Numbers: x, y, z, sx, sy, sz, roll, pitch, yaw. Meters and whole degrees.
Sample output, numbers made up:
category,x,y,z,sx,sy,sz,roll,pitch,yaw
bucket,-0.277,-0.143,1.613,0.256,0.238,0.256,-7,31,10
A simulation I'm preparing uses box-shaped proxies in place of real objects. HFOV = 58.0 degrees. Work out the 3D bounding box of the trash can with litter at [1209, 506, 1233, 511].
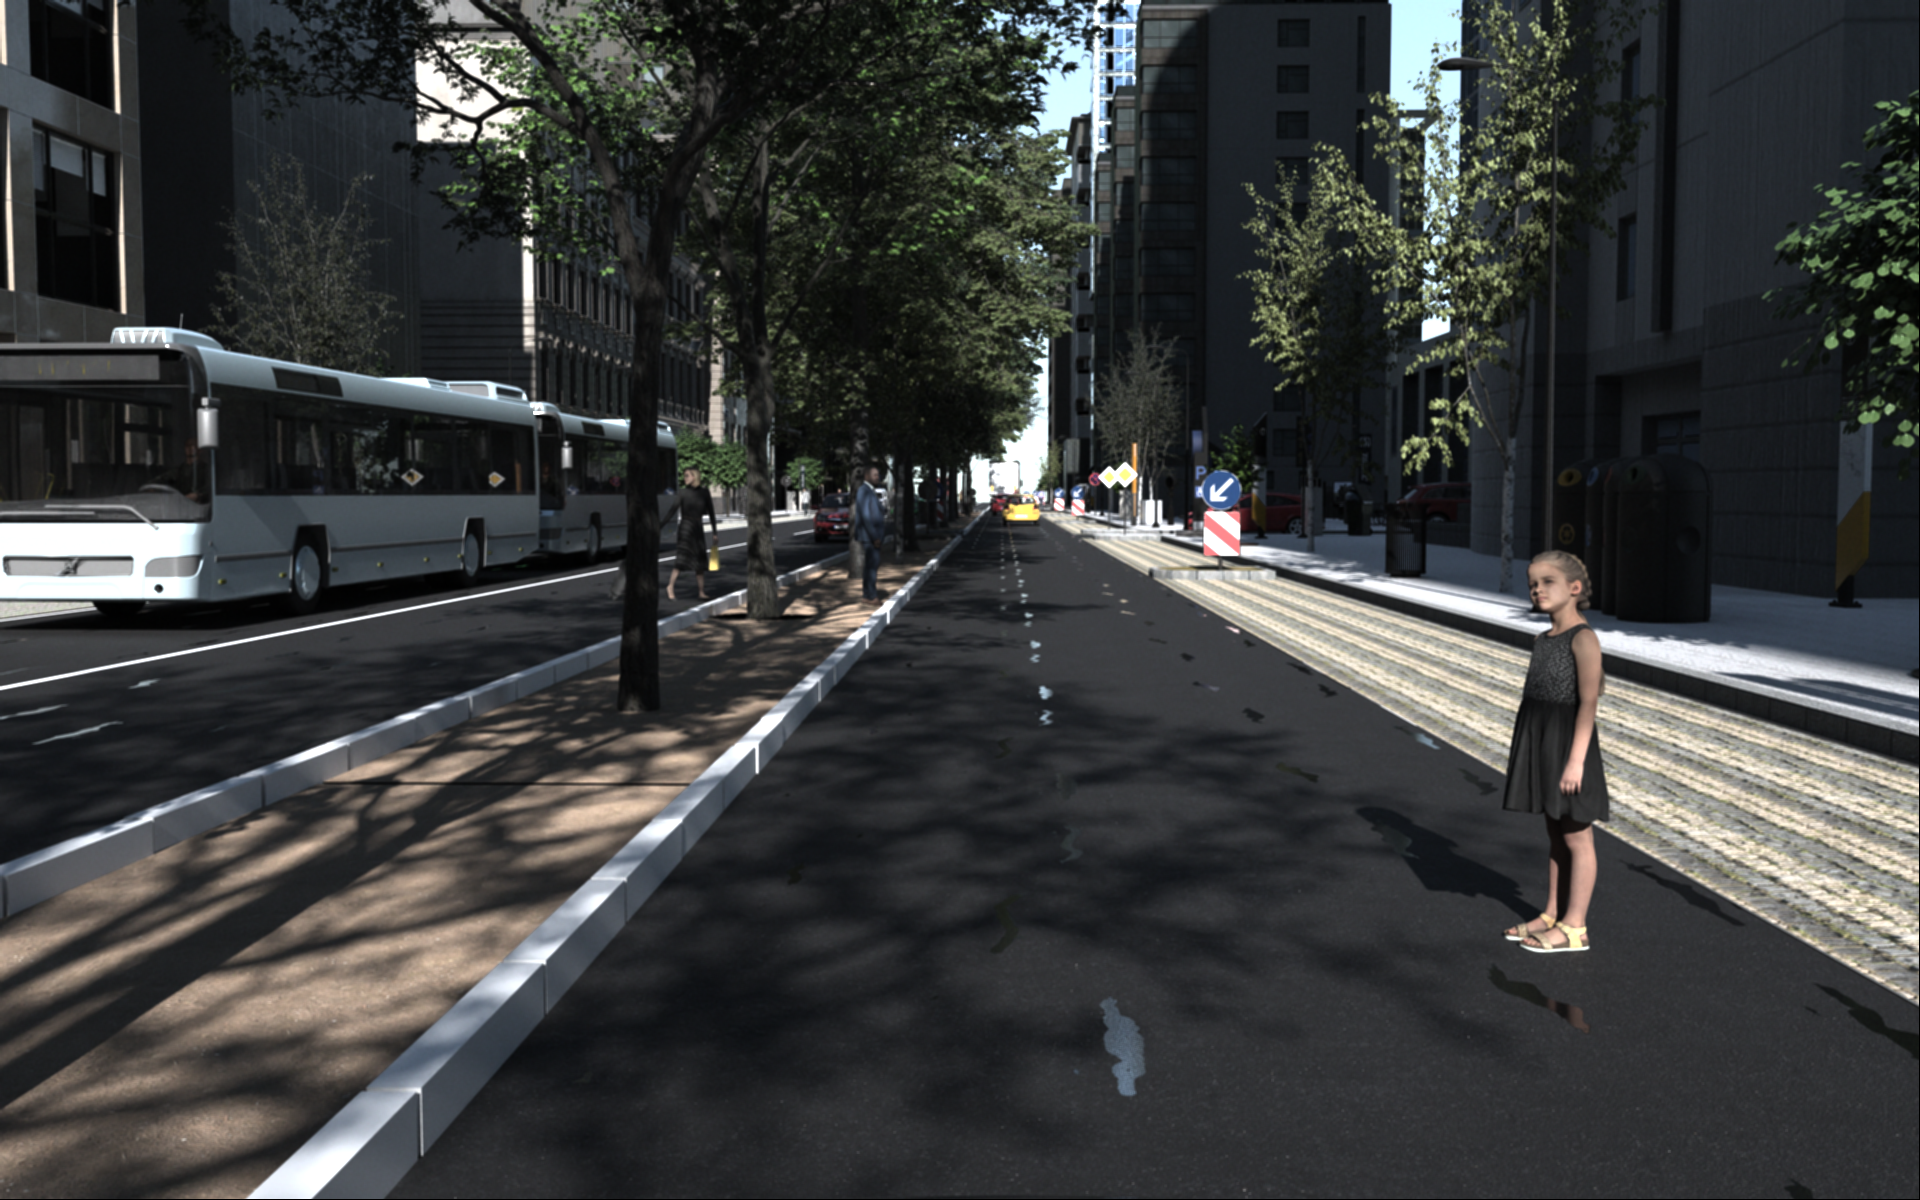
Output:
category,x,y,z,sx,sy,sz,roll,pitch,yaw
trash can with litter,7.252,-2.261,48.352,0.624,1.170,1.055,0,4,-4

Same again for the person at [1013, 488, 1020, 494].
category,x,y,z,sx,sy,sz,roll,pitch,yaw
person,3.943,-6.812,119.843,0.580,1.828,0.573,2,4,25

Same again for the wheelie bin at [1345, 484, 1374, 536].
category,x,y,z,sx,sy,sz,roll,pitch,yaw
wheelie bin,12.314,-2.789,53.516,0.980,1.594,0.693,-3,5,-42

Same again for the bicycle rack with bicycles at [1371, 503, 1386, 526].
category,x,y,z,sx,sy,sz,roll,pitch,yaw
bicycle rack with bicycles,17.385,-3.471,70.129,2.925,0.926,2.852,-1,4,-10

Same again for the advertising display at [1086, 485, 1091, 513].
category,x,y,z,sx,sy,sz,roll,pitch,yaw
advertising display,8.700,-6.865,117.449,0.123,1.923,0.974,-1,4,-11

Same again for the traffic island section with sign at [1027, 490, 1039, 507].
category,x,y,z,sx,sy,sz,roll,pitch,yaw
traffic island section with sign,7.455,-9.352,161.529,1.989,1.847,2.006,0,4,1

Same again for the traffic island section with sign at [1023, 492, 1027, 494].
category,x,y,z,sx,sy,sz,roll,pitch,yaw
traffic island section with sign,8.134,-11.052,189.330,1.989,1.847,2.006,0,4,1

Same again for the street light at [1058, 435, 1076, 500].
category,x,y,z,sx,sy,sz,roll,pitch,yaw
street light,8.723,-10.341,141.621,1.470,5.913,1.316,0,4,1

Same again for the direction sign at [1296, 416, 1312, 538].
category,x,y,z,sx,sy,sz,roll,pitch,yaw
direction sign,10.041,-3.583,50.573,0.379,3.537,0.876,3,5,41

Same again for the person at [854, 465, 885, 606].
category,x,y,z,sx,sy,sz,roll,pitch,yaw
person,-1.152,-0.832,22.292,0.419,1.800,0.721,0,4,-5

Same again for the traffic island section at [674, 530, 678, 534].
category,x,y,z,sx,sy,sz,roll,pitch,yaw
traffic island section,-11.150,-2.476,62.758,2.009,0.180,2.903,0,4,1

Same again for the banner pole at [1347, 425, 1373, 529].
category,x,y,z,sx,sy,sz,roll,pitch,yaw
banner pole,14.556,-4.464,63.001,0.863,3.779,0.401,1,4,20

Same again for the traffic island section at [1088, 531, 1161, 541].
category,x,y,z,sx,sy,sz,roll,pitch,yaw
traffic island section,5.194,-1.963,54.373,2.009,0.180,2.903,0,4,1

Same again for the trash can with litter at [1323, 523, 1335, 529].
category,x,y,z,sx,sy,sz,roll,pitch,yaw
trash can with litter,12.508,-3.203,63.429,2.233,1.210,1.678,2,4,23

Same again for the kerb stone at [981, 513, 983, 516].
category,x,y,z,sx,sy,sz,roll,pitch,yaw
kerb stone,1.154,-4.890,102.148,0.120,0.150,1.000,0,4,1

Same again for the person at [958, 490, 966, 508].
category,x,y,z,sx,sy,sz,roll,pitch,yaw
person,0.119,-10.442,179.328,1.348,1.812,0.705,-1,4,-20

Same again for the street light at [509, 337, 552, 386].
category,x,y,z,sx,sy,sz,roll,pitch,yaw
street light,-12.797,-4.830,51.505,1.470,5.913,1.316,0,4,1

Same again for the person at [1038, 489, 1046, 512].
category,x,y,z,sx,sy,sz,roll,pitch,yaw
person,6.723,-8.154,141.686,0.709,1.838,0.599,2,4,31

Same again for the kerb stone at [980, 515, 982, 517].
category,x,y,z,sx,sy,sz,roll,pitch,yaw
kerb stone,1.005,-4.513,96.011,0.120,0.150,1.000,0,4,1

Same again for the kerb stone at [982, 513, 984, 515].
category,x,y,z,sx,sy,sz,roll,pitch,yaw
kerb stone,1.207,-5.015,104.194,0.120,0.150,1.000,0,4,1

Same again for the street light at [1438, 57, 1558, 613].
category,x,y,z,sx,sy,sz,roll,pitch,yaw
street light,5.792,-2.817,18.593,1.470,5.913,1.316,0,4,1

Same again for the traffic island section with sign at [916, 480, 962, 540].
category,x,y,z,sx,sy,sz,roll,pitch,yaw
traffic island section with sign,-1.056,-2.852,54.762,2.006,1.907,1.989,0,4,1

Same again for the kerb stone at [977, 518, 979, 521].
category,x,y,z,sx,sy,sz,roll,pitch,yaw
kerb stone,0.727,-3.822,84.714,0.120,0.150,1.000,0,4,1

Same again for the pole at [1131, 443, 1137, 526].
category,x,y,z,sx,sy,sz,roll,pitch,yaw
pole,6.979,-4.624,69.449,0.158,3.312,0.155,0,3,0

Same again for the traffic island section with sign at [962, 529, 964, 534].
category,x,y,z,sx,sy,sz,roll,pitch,yaw
traffic island section with sign,-0.868,-3.305,62.167,2.006,1.907,1.989,0,4,1

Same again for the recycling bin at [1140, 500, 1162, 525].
category,x,y,z,sx,sy,sz,roll,pitch,yaw
recycling bin,7.877,-3.600,71.414,0.722,1.027,0.722,-1,4,-17

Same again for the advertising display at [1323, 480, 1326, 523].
category,x,y,z,sx,sy,sz,roll,pitch,yaw
advertising display,16.293,-4.419,77.463,0.123,1.923,0.974,1,4,12

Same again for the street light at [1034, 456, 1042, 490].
category,x,y,z,sx,sy,sz,roll,pitch,yaw
street light,10.715,-15.417,224.611,1.470,5.913,1.316,0,4,1

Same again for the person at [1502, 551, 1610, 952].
category,x,y,z,sx,sy,sz,roll,pitch,yaw
person,1.874,0.471,5.464,0.373,1.253,0.362,0,4,-7

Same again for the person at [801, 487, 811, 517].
category,x,y,z,sx,sy,sz,roll,pitch,yaw
person,-9.512,-6.054,107.324,0.795,1.843,0.661,3,5,42

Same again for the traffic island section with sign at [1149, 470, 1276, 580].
category,x,y,z,sx,sy,sz,roll,pitch,yaw
traffic island section with sign,4.275,-1.288,29.682,1.989,1.847,2.006,0,4,1

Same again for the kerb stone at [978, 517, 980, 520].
category,x,y,z,sx,sy,sz,roll,pitch,yaw
kerb stone,0.806,-4.010,87.806,0.120,0.150,1.000,0,4,1

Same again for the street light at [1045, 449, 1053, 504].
category,x,y,z,sx,sy,sz,roll,pitch,yaw
street light,9.600,-12.535,177.491,1.470,5.913,1.316,0,4,1

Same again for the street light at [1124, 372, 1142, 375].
category,x,y,z,sx,sy,sz,roll,pitch,yaw
street light,6.954,-5.721,66.071,1.470,5.913,1.316,0,4,1

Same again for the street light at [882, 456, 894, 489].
category,x,y,z,sx,sy,sz,roll,pitch,yaw
street light,-8.943,-14.622,211.618,1.470,5.913,1.316,0,4,1

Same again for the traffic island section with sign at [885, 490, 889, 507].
category,x,y,z,sx,sy,sz,roll,pitch,yaw
traffic island section with sign,-8.080,-11.077,189.737,1.989,1.847,2.006,0,4,1

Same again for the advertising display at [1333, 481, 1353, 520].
category,x,y,z,sx,sy,sz,roll,pitch,yaw
advertising display,19.000,-4.936,85.921,0.974,1.923,0.123,1,4,22

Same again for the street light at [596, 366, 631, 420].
category,x,y,z,sx,sy,sz,roll,pitch,yaw
street light,-12.624,-5.530,62.957,1.470,5.913,1.316,0,4,1

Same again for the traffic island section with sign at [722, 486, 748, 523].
category,x,y,z,sx,sy,sz,roll,pitch,yaw
traffic island section with sign,-10.603,-4.699,85.456,1.989,1.847,2.006,0,4,1

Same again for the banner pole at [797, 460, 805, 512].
category,x,y,z,sx,sy,sz,roll,pitch,yaw
banner pole,-11.651,-8.396,127.295,0.401,3.779,0.863,3,4,37

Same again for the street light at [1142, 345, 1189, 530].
category,x,y,z,sx,sy,sz,roll,pitch,yaw
street light,6.566,-4.995,54.212,1.470,5.913,1.316,0,4,1

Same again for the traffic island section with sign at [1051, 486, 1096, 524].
category,x,y,z,sx,sy,sz,roll,pitch,yaw
traffic island section with sign,5.607,-4.640,84.498,1.989,1.847,2.006,0,4,1

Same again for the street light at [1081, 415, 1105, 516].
category,x,y,z,sx,sy,sz,roll,pitch,yaw
street light,7.822,-7.905,101.791,1.470,5.913,1.316,0,4,1

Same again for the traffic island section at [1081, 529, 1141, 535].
category,x,y,z,sx,sy,sz,roll,pitch,yaw
traffic island section,5.387,-2.451,62.355,2.009,0.180,2.903,0,4,1

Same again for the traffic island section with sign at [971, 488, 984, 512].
category,x,y,z,sx,sy,sz,roll,pitch,yaw
traffic island section with sign,0.938,-7.899,137.283,2.006,1.907,1.989,0,4,1

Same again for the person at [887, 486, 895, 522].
category,x,y,z,sx,sy,sz,roll,pitch,yaw
person,-3.426,-4.867,87.880,0.655,1.846,0.447,2,4,26

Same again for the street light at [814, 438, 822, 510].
category,x,y,z,sx,sy,sz,roll,pitch,yaw
street light,-10.737,-10.209,139.458,1.470,5.913,1.316,0,4,1

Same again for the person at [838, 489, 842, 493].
category,x,y,z,sx,sy,sz,roll,pitch,yaw
person,-7.425,-5.914,105.557,0.716,1.782,0.532,-1,4,-22

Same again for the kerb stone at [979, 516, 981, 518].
category,x,y,z,sx,sy,sz,roll,pitch,yaw
kerb stone,0.887,-4.199,90.881,0.120,0.150,1.000,0,4,1

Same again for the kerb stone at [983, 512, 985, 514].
category,x,y,z,sx,sy,sz,roll,pitch,yaw
kerb stone,1.328,-5.326,109.316,0.120,0.150,1.000,0,4,1

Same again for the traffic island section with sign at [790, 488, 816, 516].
category,x,y,z,sx,sy,sz,roll,pitch,yaw
traffic island section with sign,-9.957,-6.347,112.403,1.989,1.847,2.006,0,4,1

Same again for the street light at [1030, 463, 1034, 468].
category,x,y,z,sx,sy,sz,roll,pitch,yaw
street light,11.729,-17.634,260.848,1.470,5.913,1.316,0,4,1

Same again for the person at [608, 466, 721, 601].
category,x,y,z,sx,sy,sz,roll,pitch,yaw
person,-3.926,-0.892,23.303,1.509,1.804,0.699,2,4,26

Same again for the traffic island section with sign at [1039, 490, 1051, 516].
category,x,y,z,sx,sy,sz,roll,pitch,yaw
traffic island section with sign,6.250,-6.289,111.445,1.989,1.847,2.006,0,4,1
